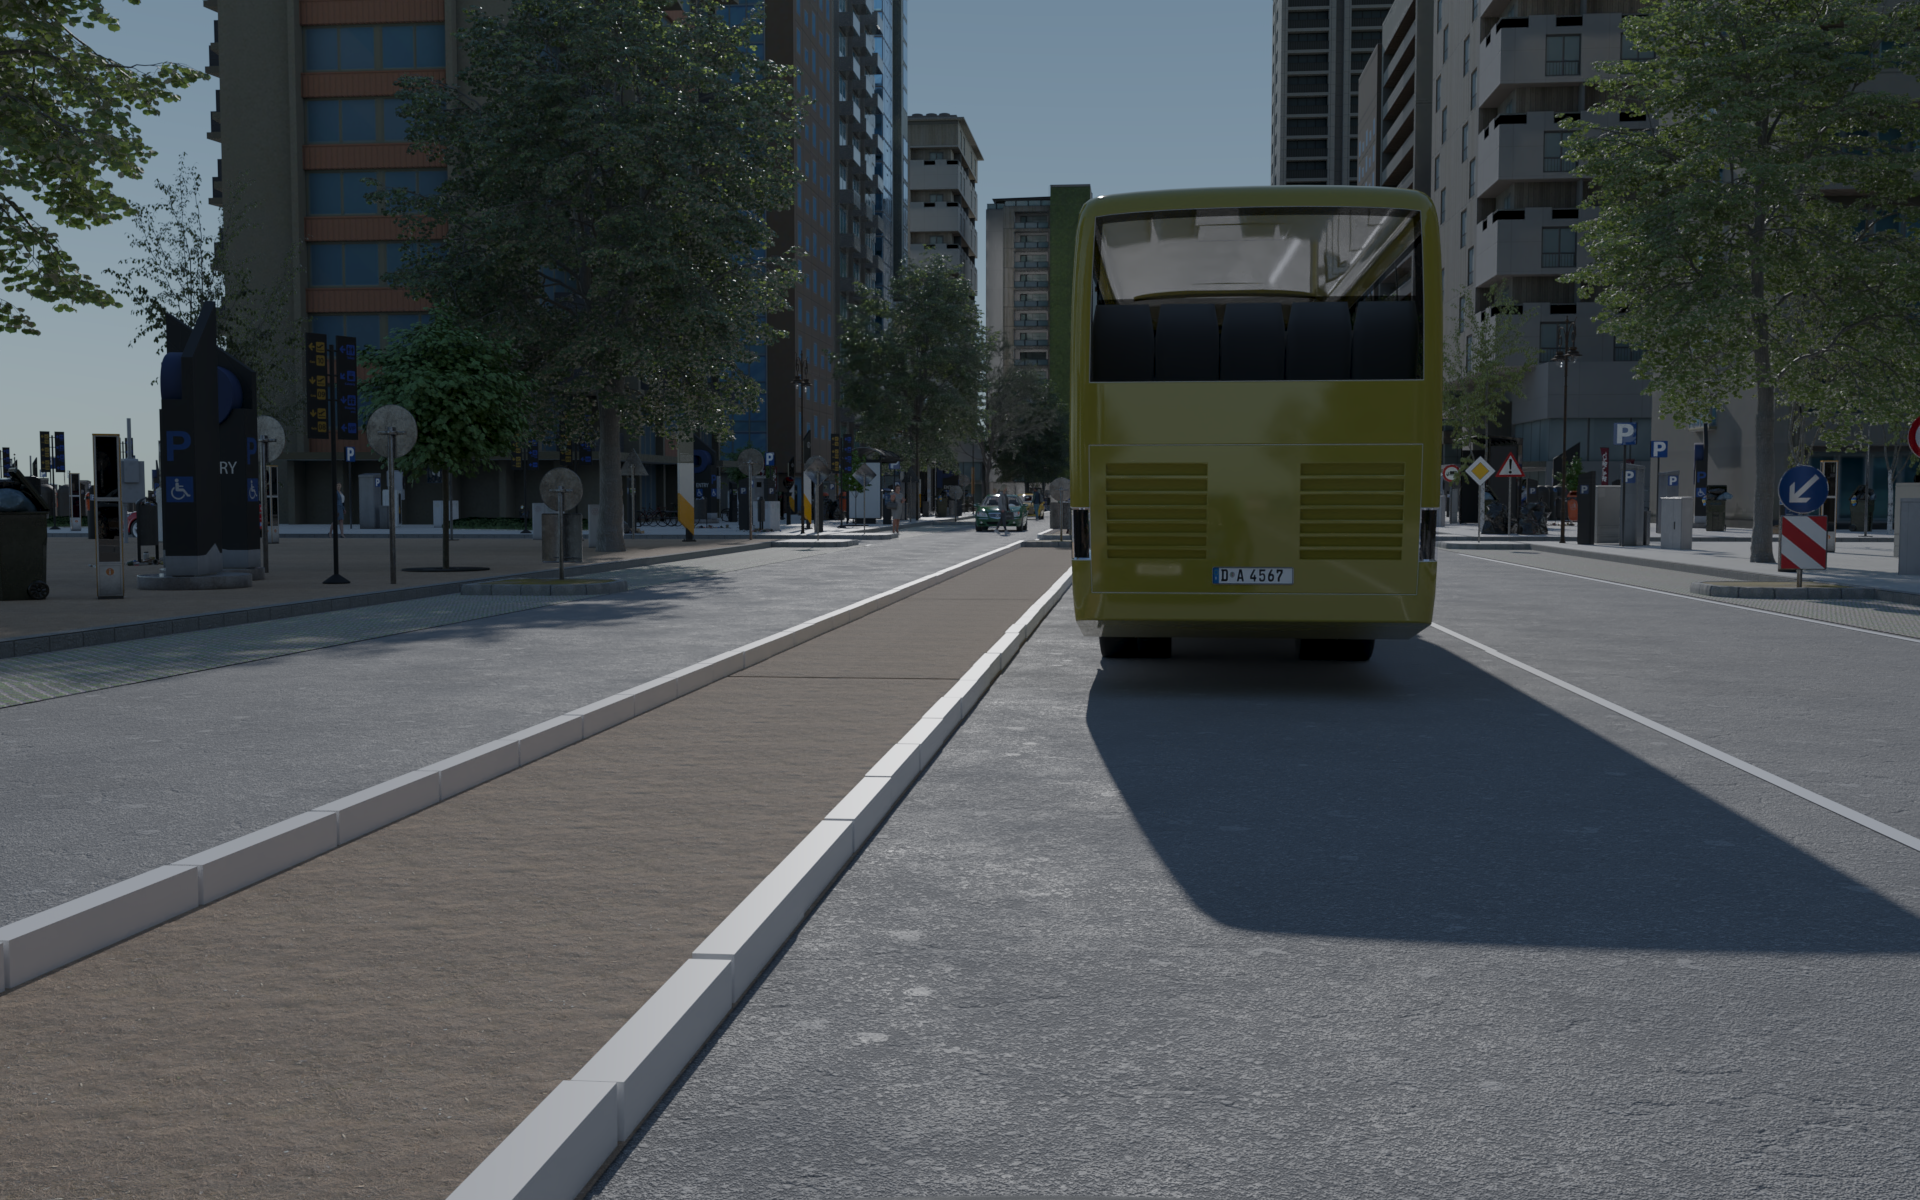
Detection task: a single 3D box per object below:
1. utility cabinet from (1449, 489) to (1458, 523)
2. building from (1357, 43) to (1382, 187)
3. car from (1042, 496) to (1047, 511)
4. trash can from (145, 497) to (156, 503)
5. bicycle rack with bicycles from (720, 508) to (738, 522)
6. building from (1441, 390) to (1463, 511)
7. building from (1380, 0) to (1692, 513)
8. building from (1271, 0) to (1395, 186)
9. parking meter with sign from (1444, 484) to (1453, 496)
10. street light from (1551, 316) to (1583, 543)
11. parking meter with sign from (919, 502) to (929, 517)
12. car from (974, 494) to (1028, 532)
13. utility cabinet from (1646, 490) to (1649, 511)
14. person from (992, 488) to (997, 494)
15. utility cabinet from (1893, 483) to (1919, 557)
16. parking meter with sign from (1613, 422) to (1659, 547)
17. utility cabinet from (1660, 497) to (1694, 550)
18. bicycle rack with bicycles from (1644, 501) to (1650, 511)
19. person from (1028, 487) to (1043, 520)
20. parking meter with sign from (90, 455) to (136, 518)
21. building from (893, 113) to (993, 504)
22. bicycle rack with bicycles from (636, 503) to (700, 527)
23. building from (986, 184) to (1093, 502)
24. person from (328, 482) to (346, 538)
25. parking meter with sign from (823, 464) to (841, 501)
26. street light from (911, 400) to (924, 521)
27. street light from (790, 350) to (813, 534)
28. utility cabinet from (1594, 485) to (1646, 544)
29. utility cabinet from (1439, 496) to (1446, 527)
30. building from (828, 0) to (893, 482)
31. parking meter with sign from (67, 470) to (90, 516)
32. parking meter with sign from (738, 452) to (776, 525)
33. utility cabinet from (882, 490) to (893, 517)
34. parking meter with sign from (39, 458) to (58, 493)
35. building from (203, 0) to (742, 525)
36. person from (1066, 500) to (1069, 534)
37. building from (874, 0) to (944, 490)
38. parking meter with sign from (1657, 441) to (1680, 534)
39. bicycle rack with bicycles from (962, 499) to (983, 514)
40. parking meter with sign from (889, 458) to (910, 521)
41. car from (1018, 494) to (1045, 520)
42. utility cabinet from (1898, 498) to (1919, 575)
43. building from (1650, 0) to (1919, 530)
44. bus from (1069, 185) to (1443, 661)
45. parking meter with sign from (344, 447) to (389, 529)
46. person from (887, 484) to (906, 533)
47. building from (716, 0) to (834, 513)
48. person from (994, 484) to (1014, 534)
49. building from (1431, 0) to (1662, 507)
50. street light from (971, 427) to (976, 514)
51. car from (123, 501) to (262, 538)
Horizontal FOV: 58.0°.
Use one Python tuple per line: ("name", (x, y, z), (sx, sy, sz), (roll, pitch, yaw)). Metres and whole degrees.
("utility cabinet", (21.737, -4.136, 76.308), (0.318, 1.500, 1.173), (1, 4, 13))
("building", (46.612, -31.759, 169.366), (14.600, 45.320, 14.200), (0, 4, 6))
("car", (6.179, -7.923, 142.124), (1.945, 1.354, 3.894), (0, 4, 7))
("trash can", (-47.330, -5.489, 101.395), (0.748, 1.137, 0.748), (0, 3, 0))
("bicycle rack with bicycles", (-9.937, -4.147, 81.190), (2.925, 0.926, 2.852), (-1, 4, -16))
("building", (43.517, -22.143, 133.743), (14.160, 30.474, 14.107), (0, 4, 6))
("building", (48.860, -32.255, 151.067), (21.300, 48.544, 21.600), (0, 4, 6))
("building", (52.209, -48.425, 230.001), (20.611, 71.187, 20.563), (0, 4, 6))
("parking meter with sign", (28.837, -6.616, 104.434), (1.738, 3.016, 0.543), (2, 4, 31))
("street light", (15.720, -4.417, 45.012), (0.468, 5.910, 1.993), (0, 4, 6))
("parking meter with sign", (-2.599, -6.205, 97.718), (1.738, 3.016, 0.543), (0, 4, 6))
("car", (1.645, -3.420, 67.721), (2.131, 1.459, 4.920), (0, 4, 6))
("utility cabinet", (36.620, -5.199, 93.675), (1.173, 1.500, 0.318), (0, 4, 3))
("person", (1.904, -5.246, 94.945), (0.731, 1.740, 0.598), (3, 4, 37))
("utility cabinet", (19.037, -1.559, 34.174), (0.318, 1.500, 1.173), (-1, 4, -17))
("parking meter with sign", (16.668, -2.850, 42.853), (0.543, 3.016, 1.738), (3, 4, 36))
("utility cabinet", (16.674, -1.783, 40.313), (0.306, 1.237, 1.020), (0, 4, -3))
("bicycle rack with bicycles", (35.920, -4.613, 88.811), (2.852, 0.926, 2.925), (1, 4, 11))
("person", (4.115, -5.250, 94.324), (0.794, 1.824, 0.713), (-2, 4, -24))
("parking meter with sign", (-37.804, -4.965, 77.441), (1.738, 3.016, 0.543), (0, 4, 6))
("building", (-9.503, -39.814, 240.202), (27.495, 52.752, 28.713), (0, 4, 6))
("bicycle rack with bicycles", (-11.770, -3.381, 68.655), (2.925, 0.926, 2.852), (-1, 4, -19))
("building", (10.662, -33.502, 231.344), (14.086, 41.232, 14.154), (0, 4, 6))
("person", (-19.893, -2.864, 55.351), (0.654, 1.822, 0.581), (2, 4, 25))
("parking meter with sign", (-7.656, -6.423, 101.278), (0.543, 3.016, 1.738), (-3, 4, -38))
("street light", (-2.079, -6.788, 83.765), (0.468, 5.910, 1.993), (0, 4, 6))
("street light", (-5.088, -5.081, 55.863), (0.468, 5.910, 1.993), (0, 4, 6))
("utility cabinet", (16.796, -2.175, 44.244), (1.173, 1.500, 0.318), (0, 4, -4))
("utility cabinet", (18.700, -3.511, 68.567), (0.306, 1.237, 1.020), (-3, 5, -41))
("building", (-18.677, -32.271, 147.237), (23.786, 49.044, 30.456), (0, 4, 6))
("parking meter with sign", (-47.850, -6.011, 94.546), (1.738, 3.016, 0.543), (0, 4, -4))
("parking meter with sign", (-8.459, -4.627, 71.915), (0.543, 3.016, 1.738), (3, 5, 39))
("utility cabinet", (-3.893, -5.324, 95.719), (1.173, 1.500, 0.318), (-3, 5, -41))
("parking meter with sign", (-43.454, -5.233, 81.822), (0.543, 3.016, 1.738), (0, 4, 5))
("building", (-23.278, -26.281, 84.316), (22.147, 44.769, 28.867), (0, 4, 6))
("person", (3.942, -3.182, 60.436), (0.656, 1.842, 0.836), (-2, 4, -27))
("building", (-17.960, -53.374, 185.338), (31.000, 86.520, 22.319), (0, 4, 6))
("parking meter with sign", (22.823, -3.643, 55.823), (0.543, 3.016, 1.738), (0, 4, 0))
("bicycle rack with bicycles", (0.392, -6.400, 118.018), (2.852, 0.926, 2.925), (-2, 4, -35))
("parking meter with sign", (-2.942, -5.374, 84.134), (0.543, 3.016, 1.738), (1, 4, 14))
("car", (3.832, -5.385, 98.260), (2.015, 1.641, 3.980), (0, 4, 7))
("utility cabinet", (15.368, -0.983, 27.235), (1.020, 1.237, 0.306), (3, 5, 41))
("building", (40.533, -27.289, 69.871), (21.600, 48.544, 21.300), (0, 4, 6))
("bus", (2.744, -1.608, 17.837), (2.896, 3.916, 12.252), (0, 4, 7))
("parking meter with sign", (-21.663, -4.116, 63.565), (1.738, 3.016, 0.543), (1, 4, 16))
("person", (-2.329, -3.314, 63.045), (0.716, 1.782, 0.532), (-2, 4, -30))
("building", (-16.906, -28.761, 120.359), (14.600, 45.320, 14.200), (0, 4, 6))
("person", (1.565, -3.249, 61.804), (0.728, 1.800, 0.709), (2, 4, 28))
("building", (45.264, -31.727, 107.974), (28.713, 52.752, 27.495), (0, 4, 6))
("street light", (0.849, -8.495, 111.676), (0.468, 5.910, 1.993), (0, 4, 6))
("car", (-23.610, -2.722, 53.543), (4.494, 1.783, 2.155), (0, 4, 6))
